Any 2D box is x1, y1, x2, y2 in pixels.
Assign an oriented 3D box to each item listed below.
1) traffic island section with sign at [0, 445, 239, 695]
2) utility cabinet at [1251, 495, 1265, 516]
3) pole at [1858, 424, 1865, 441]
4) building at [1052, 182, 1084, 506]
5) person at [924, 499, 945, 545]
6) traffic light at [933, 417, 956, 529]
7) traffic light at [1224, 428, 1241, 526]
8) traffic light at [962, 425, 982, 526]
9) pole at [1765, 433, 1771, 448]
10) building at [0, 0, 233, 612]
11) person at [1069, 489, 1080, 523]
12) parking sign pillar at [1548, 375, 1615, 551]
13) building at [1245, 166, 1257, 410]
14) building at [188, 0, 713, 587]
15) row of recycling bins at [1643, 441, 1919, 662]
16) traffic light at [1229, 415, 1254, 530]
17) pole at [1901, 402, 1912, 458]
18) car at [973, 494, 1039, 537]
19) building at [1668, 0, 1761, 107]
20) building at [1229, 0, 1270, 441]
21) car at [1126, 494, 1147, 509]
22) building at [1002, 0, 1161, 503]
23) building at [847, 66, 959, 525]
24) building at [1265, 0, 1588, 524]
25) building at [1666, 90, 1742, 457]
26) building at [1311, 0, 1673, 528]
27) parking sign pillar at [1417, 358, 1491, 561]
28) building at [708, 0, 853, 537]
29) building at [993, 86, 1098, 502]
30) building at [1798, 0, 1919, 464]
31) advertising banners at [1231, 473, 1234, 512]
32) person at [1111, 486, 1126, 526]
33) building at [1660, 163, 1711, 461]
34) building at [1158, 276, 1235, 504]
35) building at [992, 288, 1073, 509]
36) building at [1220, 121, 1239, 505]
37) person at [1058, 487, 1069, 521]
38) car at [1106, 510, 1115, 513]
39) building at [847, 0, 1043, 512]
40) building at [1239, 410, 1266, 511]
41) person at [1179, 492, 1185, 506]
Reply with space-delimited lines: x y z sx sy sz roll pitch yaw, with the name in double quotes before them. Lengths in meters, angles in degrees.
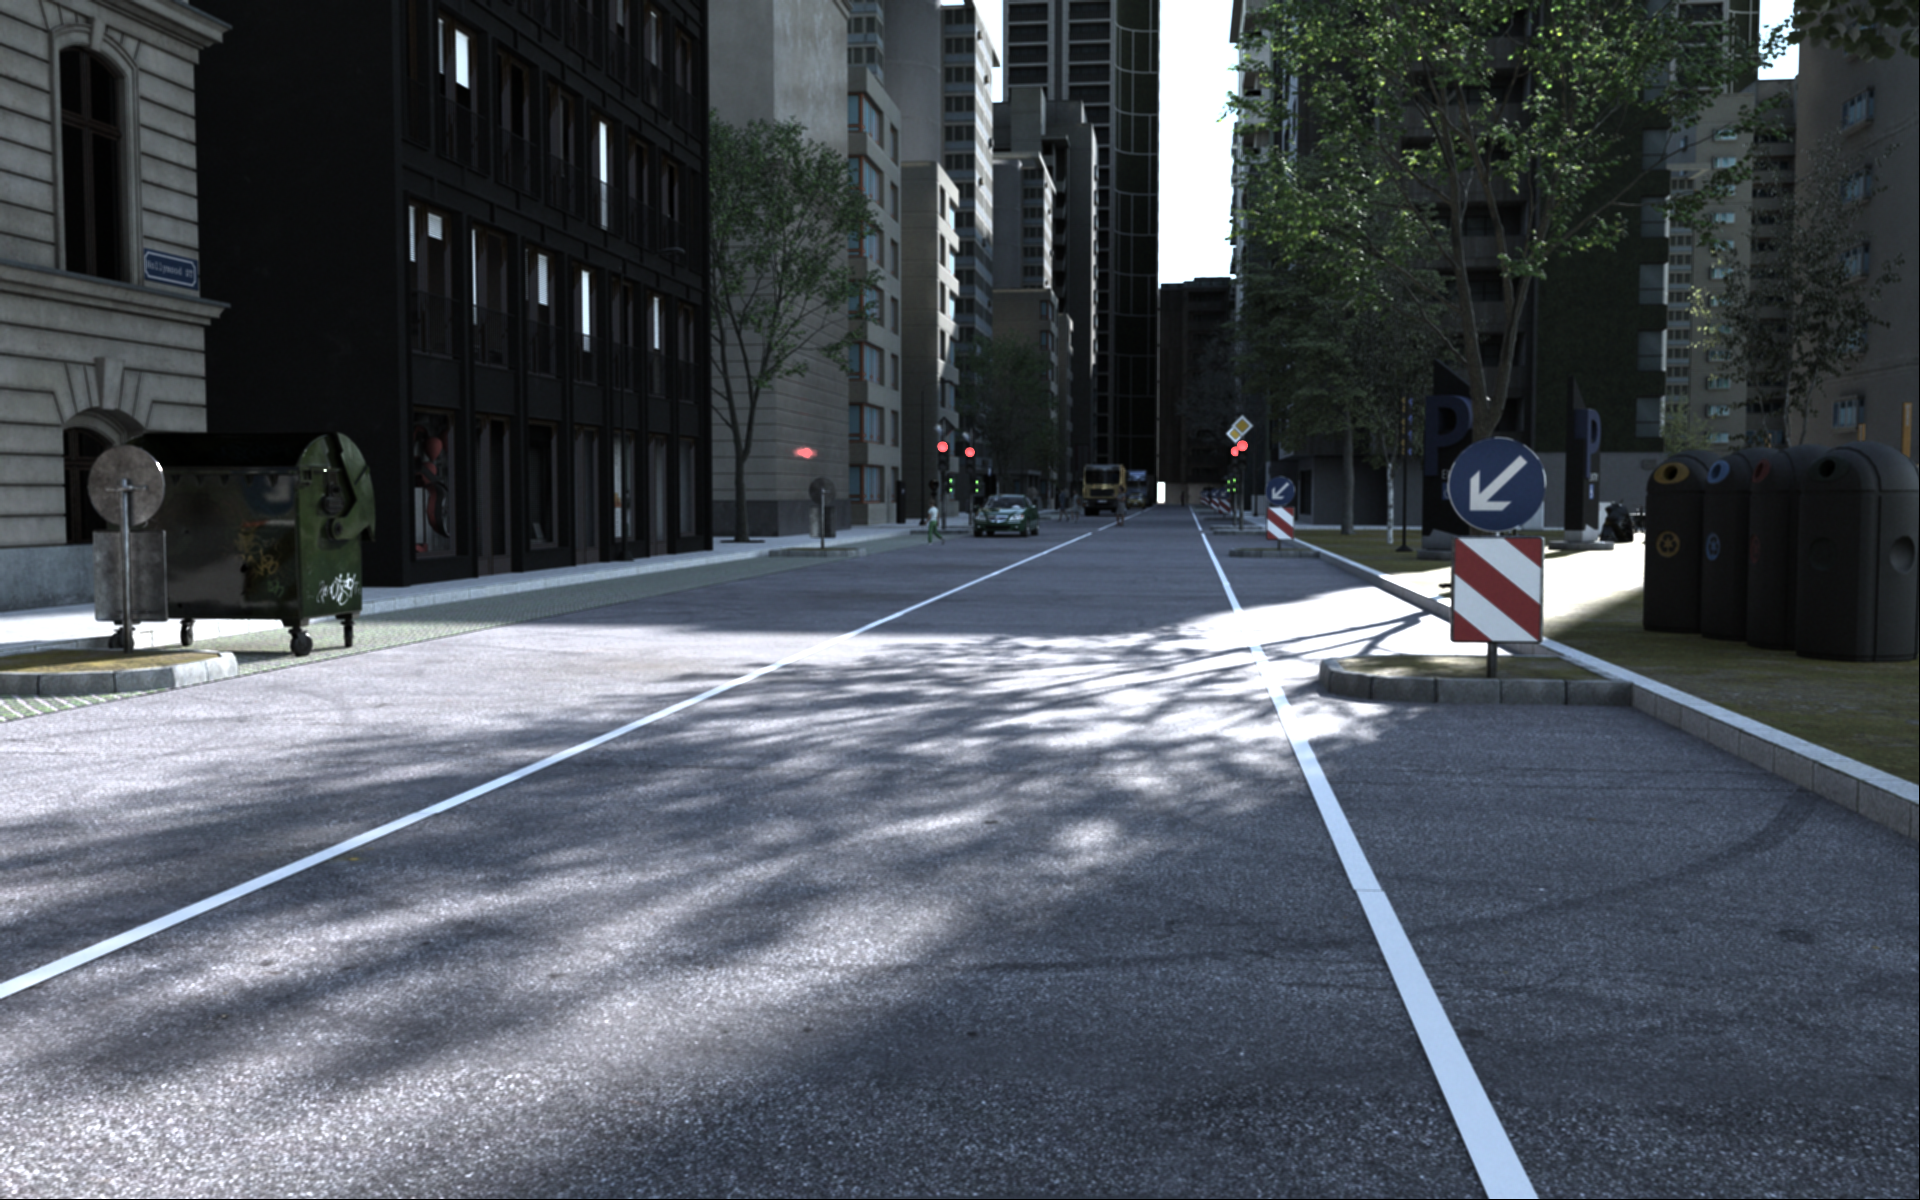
"traffic island section with sign" -6.704 -0.281 13.215 1.989 1.847 2.006 0 4 7
"utility cabinet" 17.518 -5.512 101.279 0.306 1.237 1.020 -3 5 -40
"pole" 26.058 -3.444 50.146 0.158 3.312 0.155 0 3 0
"building" -2.802 -30.316 187.549 32.217 40.220 23.993 0 4 7
"person" -0.720 -2.201 48.733 0.590 1.304 0.306 1 4 20
"traffic light" -0.567 -4.510 62.661 0.839 4.253 0.868 0 4 7
"traffic light" 10.984 -4.912 69.239 0.839 4.253 0.868 0 4 7
"traffic light" 0.458 -4.994 70.580 0.839 4.253 0.868 0 4 7
"pole" 27.190 -3.946 58.362 0.158 3.312 0.155 0 3 0
"building" -17.137 -11.437 6.079 14.460 24.649 34.723 0 4 7
"person" 5.795 -4.728 86.800 0.522 1.701 0.512 2 4 27
"parking sign pillar" 14.359 -3.146 39.914 1.447 3.967 1.447 3 4 35
"building" 32.329 -23.335 153.227 14.160 30.474 14.107 0 4 7
"building" -12.742 -12.357 31.712 12.332 23.373 15.834 0 4 7
"row of recycling bins" 6.999 -0.476 14.903 1.069 1.692 3.534 0 4 -3
"traffic light" 9.959 -4.428 61.320 0.839 4.253 0.868 0 4 7
"pole" 21.087 -2.741 38.652 0.158 3.312 0.155 0 3 0
"car" 1.611 -2.897 59.164 2.131 1.459 4.920 1 4 9
"building" 93.157 -48.289 227.771 20.611 71.187 20.563 0 4 7
"building" 41.387 -35.662 172.314 28.713 52.752 27.495 0 4 7
"car" 16.772 -9.455 164.816 2.015 1.641 3.980 0 4 8
"building" 16.808 -48.839 236.765 20.611 71.187 20.563 0 4 7
"building" -15.628 -14.760 86.368 27.650 21.520 28.899 0 4 7
"building" 22.782 -19.375 88.489 14.160 30.474 14.107 0 4 7
"building" 92.493 -35.237 199.825 21.600 48.544 21.300 0 4 7
"building" 20.943 -18.436 73.133 14.107 30.474 14.160 0 4 7
"parking sign pillar" 9.713 -2.778 33.899 1.447 3.967 1.447 -2 4 -35
"building" -16.707 -15.962 58.245 25.104 27.353 12.463 0 4 7
"building" 5.709 -35.931 211.168 21.600 48.544 21.300 0 4 7
"building" 46.712 -27.313 70.266 21.600 48.544 21.300 0 4 7
"advertising banners" 19.800 -7.922 125.710 0.090 3.025 2.074 0 4 1
"person" 7.016 -4.163 76.916 0.532 1.782 0.716 -2 4 -31
"building" 68.558 -30.954 197.980 23.993 40.220 32.217 0 4 7
"building" 33.697 -28.230 233.259 14.107 30.474 14.160 0 4 7
"building" -4.237 -19.367 161.689 27.650 21.520 28.899 0 4 7
"building" 42.710 -35.603 201.716 23.786 49.044 30.456 0 4 7
"person" 5.410 -5.040 90.927 0.654 1.822 0.581 1 4 16
"car" 10.990 -7.391 132.643 2.131 1.459 4.920 0 4 7
"building" -10.458 -26.690 128.257 32.217 40.220 23.993 0 4 7
"building" 32.312 -49.668 124.740 22.319 86.520 31.000 0 4 7
"person" 26.277 -11.974 204.958 0.721 1.739 1.217 -1 4 -22
